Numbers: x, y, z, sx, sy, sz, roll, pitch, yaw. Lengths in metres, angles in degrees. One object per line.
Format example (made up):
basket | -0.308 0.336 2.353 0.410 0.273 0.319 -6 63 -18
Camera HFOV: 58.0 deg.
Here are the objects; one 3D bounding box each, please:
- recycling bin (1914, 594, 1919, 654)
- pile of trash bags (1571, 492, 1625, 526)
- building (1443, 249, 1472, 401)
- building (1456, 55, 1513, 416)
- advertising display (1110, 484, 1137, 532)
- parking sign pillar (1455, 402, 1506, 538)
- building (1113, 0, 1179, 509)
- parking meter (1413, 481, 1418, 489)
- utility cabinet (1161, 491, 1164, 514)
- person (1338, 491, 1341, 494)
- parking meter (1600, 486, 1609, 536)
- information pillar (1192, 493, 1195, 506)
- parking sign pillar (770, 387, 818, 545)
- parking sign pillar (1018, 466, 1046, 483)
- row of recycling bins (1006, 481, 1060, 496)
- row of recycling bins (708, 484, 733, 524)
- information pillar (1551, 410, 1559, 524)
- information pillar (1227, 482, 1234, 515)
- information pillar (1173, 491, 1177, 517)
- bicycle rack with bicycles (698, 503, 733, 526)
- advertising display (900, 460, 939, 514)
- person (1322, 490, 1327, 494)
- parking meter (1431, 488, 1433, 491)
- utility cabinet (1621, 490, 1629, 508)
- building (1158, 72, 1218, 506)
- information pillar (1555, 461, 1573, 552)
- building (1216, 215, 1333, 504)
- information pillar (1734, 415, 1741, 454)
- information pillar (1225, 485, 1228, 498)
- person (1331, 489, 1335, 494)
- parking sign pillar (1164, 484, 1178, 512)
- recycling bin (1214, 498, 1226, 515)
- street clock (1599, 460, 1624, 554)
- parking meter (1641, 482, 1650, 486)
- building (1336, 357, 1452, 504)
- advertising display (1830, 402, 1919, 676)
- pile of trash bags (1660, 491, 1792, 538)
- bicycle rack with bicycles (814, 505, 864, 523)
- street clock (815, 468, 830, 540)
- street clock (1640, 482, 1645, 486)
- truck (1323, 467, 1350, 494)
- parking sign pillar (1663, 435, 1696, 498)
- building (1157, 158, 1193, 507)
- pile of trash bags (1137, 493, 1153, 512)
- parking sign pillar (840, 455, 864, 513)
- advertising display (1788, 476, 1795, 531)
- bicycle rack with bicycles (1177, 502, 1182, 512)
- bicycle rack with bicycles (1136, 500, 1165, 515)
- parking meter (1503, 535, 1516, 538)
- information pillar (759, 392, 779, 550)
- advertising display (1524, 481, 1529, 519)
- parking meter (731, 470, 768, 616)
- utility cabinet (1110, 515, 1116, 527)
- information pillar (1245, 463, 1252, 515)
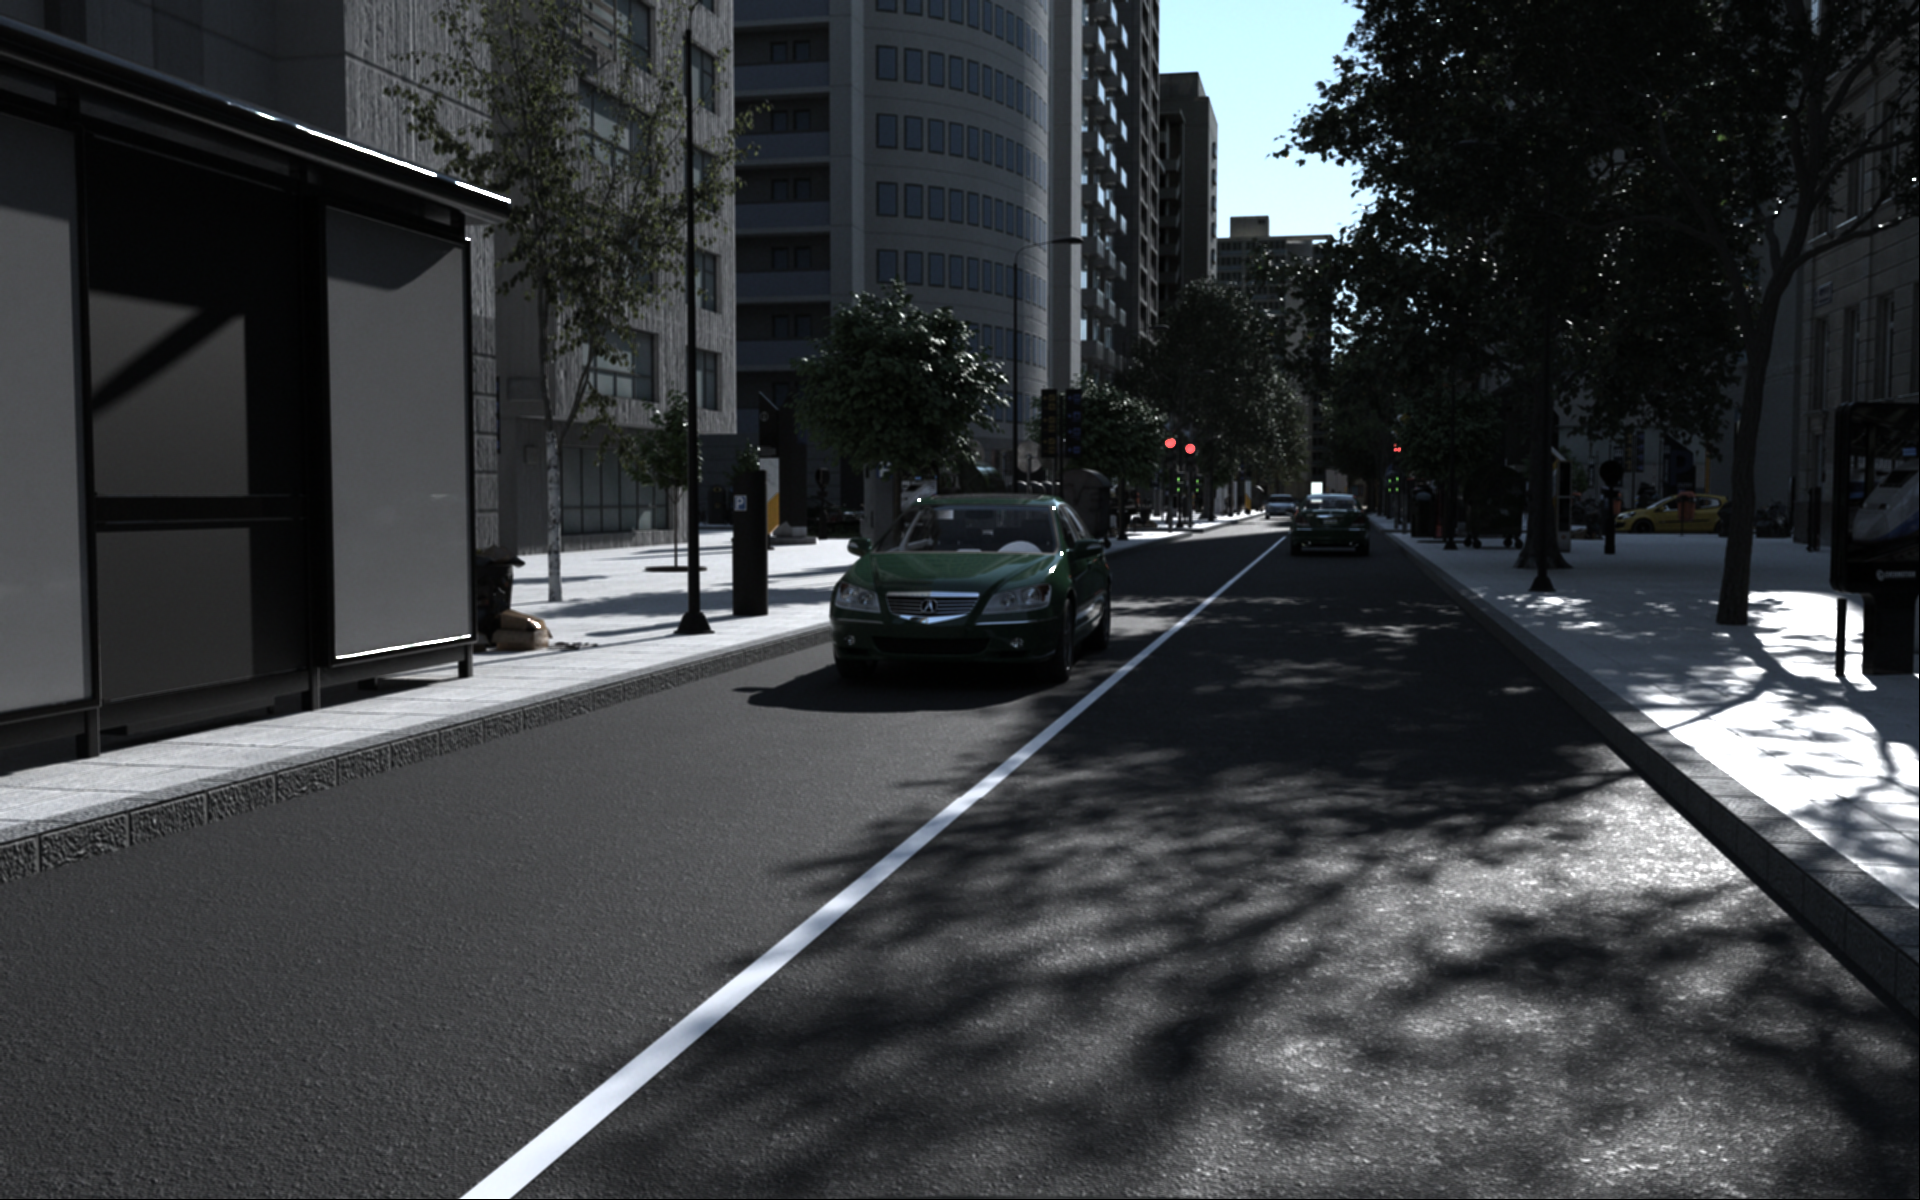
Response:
recycling bin | 7.943 -0.095 14.112 0.722 1.027 0.722 -2 4 -29
pile of trash bags | 25.985 -3.691 70.101 1.912 1.369 3.447 0 4 -1
building | 63.081 -34.445 182.784 23.786 49.044 30.456 1 4 12
building | 56.234 -30.549 154.102 22.147 44.769 28.867 1 4 12
advertising display | 5.410 -3.220 57.859 0.974 1.923 0.123 0 4 -1
parking sign pillar | 15.378 -3.828 51.061 1.447 3.967 1.447 1 4 12
building | 8.922 -43.613 151.331 20.563 71.187 20.611 1 4 12
parking meter | 19.058 -4.063 72.139 0.399 1.863 0.255 -3 5 -41
utility cabinet | 12.437 -6.057 107.715 0.318 1.500 1.173 1 4 16
person | 32.450 -8.473 147.772 1.217 1.736 0.721 -3 5 -44
parking meter | 19.952 -2.754 53.442 0.372 1.533 0.369 0 3 0
information pillar | 17.284 -8.436 129.290 0.504 3.616 0.183 1 4 14
parking sign pillar | -4.373 -3.419 44.369 1.447 3.967 1.447 -2 4 -29
parking sign pillar | 3.175 -5.414 76.986 1.447 3.967 1.447 2 4 30
row of recycling bins | 2.548 -3.049 56.958 1.069 1.692 3.534 2 4 27
row of recycling bins | -9.059 -4.045 73.256 3.534 1.692 1.069 1 4 20
information pillar | 14.684 -3.169 43.160 0.504 3.616 0.183 -2 4 -26
information pillar | 16.549 -6.204 105.925 0.304 2.012 0.304 2 4 24
information pillar | 12.157 -5.745 98.416 0.304 2.012 0.304 -1 4 -18
bicycle rack with bicycles | -9.926 -3.521 70.947 2.852 0.926 2.925 0 4 2
advertising display | -0.882 -1.675 32.600 0.974 1.923 0.123 -1 4 -12
person | 33.779 -9.277 160.039 0.709 1.838 0.599 3 5 40
parking meter | 19.211 -3.831 71.055 0.372 1.533 0.369 0 3 0
utility cabinet | 39.344 -5.742 102.559 0.318 1.500 1.173 1 4 12
building | 18.063 -35.147 198.348 21.600 48.544 21.300 1 4 12
information pillar | 13.317 -2.062 38.206 0.304 2.012 0.304 1 4 13
building | 40.661 -33.816 244.767 23.993 40.220 32.217 1 4 12
information pillar | 21.130 -3.397 46.901 0.504 3.616 0.183 -2 4 -31
information pillar | 17.012 -7.253 109.940 0.504 3.616 0.183 3 4 38
person | 22.660 -5.866 105.159 0.760 1.731 0.466 -2 4 -28
parking sign pillar | 15.108 -8.292 124.047 1.447 3.967 1.447 2 4 27
recycling bin | 16.422 -5.909 109.164 0.722 1.027 0.722 -2 4 -28
street clock | 13.923 -1.987 37.054 0.471 2.002 0.358 2 4 30
parking meter | 33.872 -4.884 85.570 0.399 1.863 0.255 3 5 40
building | 66.060 -24.016 237.694 28.899 21.520 27.650 1 4 12
advertising display | 6.617 -0.433 12.299 0.974 1.923 0.123 -1 4 -18
pile of trash bags | 23.200 -2.586 52.040 1.912 1.369 3.447 -3 5 -43
bicycle rack with bicycles | -3.170 -2.789 58.982 2.925 0.926 2.852 3 5 43
street clock | -3.877 -2.713 48.921 0.358 2.002 0.471 -2 4 -32
street clock | 41.763 -6.202 105.978 0.358 2.002 0.471 0 4 7
truck | 40.268 -12.010 185.284 2.839 4.237 11.283 1 4 12
parking sign pillar | 31.775 -5.384 76.502 1.447 3.967 1.447 0 4 -5
building | 7.170 -29.575 175.434 32.217 40.220 23.993 1 4 12
pile of trash bags | 12.528 -6.853 121.803 1.912 1.369 3.447 0 4 1
parking sign pillar | -4.255 -5.067 71.316 1.447 3.967 1.447 0 4 7
advertising display | 29.341 -3.419 61.115 0.123 1.923 0.974 1 4 21
bicycle rack with bicycles | 15.765 -6.961 127.191 2.925 0.926 2.852 -2 4 -25
bicycle rack with bicycles | 10.431 -5.648 105.721 2.852 0.926 2.925 -1 4 -23
parking meter | 15.897 -2.717 50.130 0.399 1.863 0.255 1 4 12
information pillar | -4.393 -2.961 39.763 0.504 3.616 0.183 2 4 24
advertising display | 28.971 -5.032 87.489 0.974 1.923 0.123 -1 4 -13
parking meter | -2.225 -0.608 18.349 0.372 1.533 0.369 0 3 0
utility cabinet | 5.610 -3.419 67.058 1.020 1.237 0.306 1 4 15
information pillar | 17.851 -7.087 107.231 0.504 3.616 0.183 -3 5 -41
